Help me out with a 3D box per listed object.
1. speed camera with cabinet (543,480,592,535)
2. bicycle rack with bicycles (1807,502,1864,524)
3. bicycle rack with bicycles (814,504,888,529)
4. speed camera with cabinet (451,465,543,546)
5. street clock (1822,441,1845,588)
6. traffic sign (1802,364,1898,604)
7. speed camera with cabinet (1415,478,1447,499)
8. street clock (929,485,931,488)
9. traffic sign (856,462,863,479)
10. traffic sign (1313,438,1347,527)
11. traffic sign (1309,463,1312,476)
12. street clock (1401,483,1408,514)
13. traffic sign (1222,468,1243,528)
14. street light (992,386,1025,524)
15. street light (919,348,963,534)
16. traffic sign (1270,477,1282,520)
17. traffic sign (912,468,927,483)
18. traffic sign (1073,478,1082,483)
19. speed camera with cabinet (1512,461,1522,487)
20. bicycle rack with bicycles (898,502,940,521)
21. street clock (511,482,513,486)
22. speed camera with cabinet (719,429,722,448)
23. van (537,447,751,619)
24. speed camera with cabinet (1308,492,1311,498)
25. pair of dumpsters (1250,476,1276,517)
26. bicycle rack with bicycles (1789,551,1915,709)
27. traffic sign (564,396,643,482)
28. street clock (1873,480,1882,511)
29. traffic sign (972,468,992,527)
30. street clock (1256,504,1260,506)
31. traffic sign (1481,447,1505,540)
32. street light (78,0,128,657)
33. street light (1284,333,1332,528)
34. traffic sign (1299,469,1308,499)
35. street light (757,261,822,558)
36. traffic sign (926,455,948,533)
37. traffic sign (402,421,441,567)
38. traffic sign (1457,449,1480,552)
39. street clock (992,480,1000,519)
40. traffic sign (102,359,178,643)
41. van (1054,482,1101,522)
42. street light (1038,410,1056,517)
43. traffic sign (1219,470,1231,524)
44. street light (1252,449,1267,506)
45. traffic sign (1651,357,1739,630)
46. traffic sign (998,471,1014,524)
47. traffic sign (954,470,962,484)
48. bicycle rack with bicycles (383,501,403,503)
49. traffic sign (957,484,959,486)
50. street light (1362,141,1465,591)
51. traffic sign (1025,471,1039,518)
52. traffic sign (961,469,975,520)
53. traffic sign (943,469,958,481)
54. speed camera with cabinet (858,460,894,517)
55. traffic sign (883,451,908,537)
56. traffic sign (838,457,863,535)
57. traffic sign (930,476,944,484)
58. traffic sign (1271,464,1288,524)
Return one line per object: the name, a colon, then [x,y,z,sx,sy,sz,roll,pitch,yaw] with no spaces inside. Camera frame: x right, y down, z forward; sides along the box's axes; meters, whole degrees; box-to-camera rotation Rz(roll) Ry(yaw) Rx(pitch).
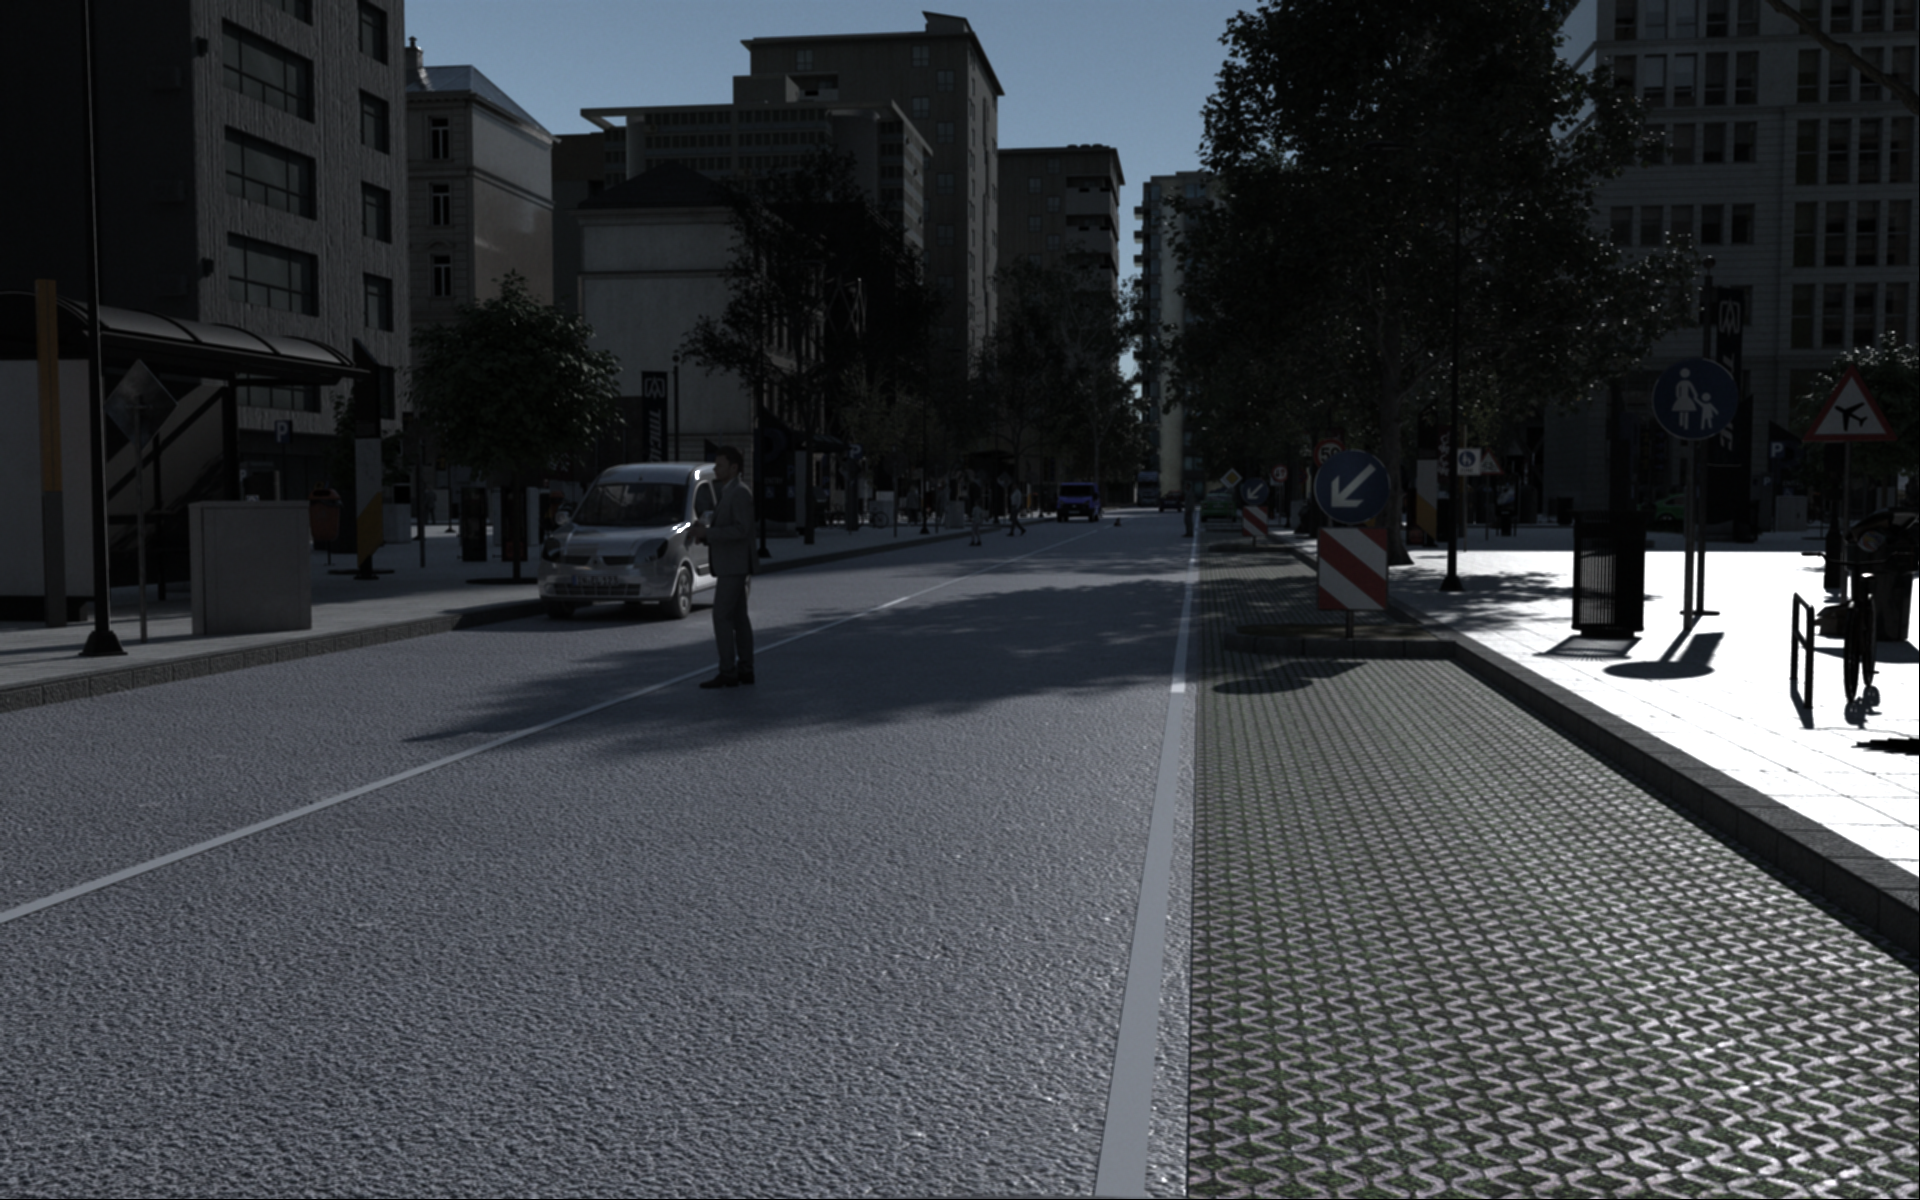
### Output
speed camera with cabinet: [-12.324,-3.685,54.579,2.038,3.252,0.660,1,4,12]
bicycle rack with bicycles: [36.961,-3.708,74.012,2.925,0.926,2.852,-1,4,-19]
bicycle rack with bicycles: [-4.423,-3.086,63.832,2.925,0.926,2.852,1,4,22]
speed camera with cabinet: [-11.486,-2.964,42.796,2.038,3.252,0.660,1,4,10]
street clock: [11.933,-1.166,23.627,0.358,2.002,0.471,3,5,40]
traffic sign: [8.950,-1.069,17.476,0.884,2.594,0.081,1,4,12]
speed camera with cabinet: [25.727,-6.101,94.090,0.660,3.252,2.038,-3,4,-38]
street clock: [-2.591,-8.393,141.795,0.358,2.002,0.471,-2,4,-28]
traffic sign: [-4.119,-4.079,66.805,0.768,2.556,0.104,1,4,16]
traffic sign: [8.416,-2.405,39.427,0.768,2.556,0.104,1,4,9]
traffic sign: [13.334,-3.927,64.308,0.768,2.556,0.104,1,4,14]
street clock: [28.870,-6.607,112.602,0.358,2.002,0.471,3,5,43]
traffic sign: [10.287,-3.784,65.504,0.795,2.450,0.064,0,4,8]
street light: [2.110,-6.238,74.533,1.470,5.913,1.316,0,4,8]
street light: [-0.600,-5.064,55.345,1.470,5.913,1.316,0,4,8]
traffic sign: [15.691,-5.127,85.948,0.606,2.300,0.079,1,4,16]
traffic sign: [-1.998,-5.185,84.874,0.768,2.556,0.104,1,4,13]
traffic sign: [9.407,-8.487,138.875,0.768,2.556,0.104,1,4,10]
speed camera with cabinet: [33.123,-6.679,103.543,0.660,3.252,2.038,2,4,27]
bicycle rack with bicycles: [-2.242,-4.248,82.837,2.925,0.926,2.852,0,4,5]
street clock: [-24.585,-5.573,95.696,0.471,2.002,0.358,3,4,36]
speed camera with cabinet: [-7.872,-3.589,53.011,0.660,3.252,2.038,-3,5,-42]
van: [-3.783,-0.872,21.267,2.013,2.044,4.112,0,4,8]
speed camera with cabinet: [30.518,-9.305,146.470,2.038,3.252,0.660,-1,4,-15]
pair of dumpsters: [16.623,-5.683,95.406,1.574,2.255,4.437,0,4,8]
bicycle rack with bicycles: [6.424,0.151,10.906,2.852,0.926,2.925,2,4,24]
traffic sign: [-7.293,-2.589,36.199,2.265,3.308,0.079,1,4,17]
street clock: [32.760,-3.497,61.749,0.358,2.002,0.471,0,4,4]
traffic sign: [0.835,-3.865,66.831,0.795,2.450,0.064,0,4,8]
street clock: [15.589,-5.257,90.527,0.358,2.002,0.471,-2,4,-34]
traffic sign: [14.620,-2.935,47.988,0.884,2.594,0.081,1,4,15]
street light: [-6.292,-2.508,13.541,1.470,5.913,1.316,0,4,8]
street light: [8.770,-4.352,43.691,1.470,5.913,1.316,0,4,8]
traffic sign: [17.228,-5.358,87.707,0.768,2.556,0.104,1,4,10]
street light: [-3.439,-3.800,34.672,1.470,5.913,1.316,0,4,8]
traffic sign: [-0.762,-3.449,56.502,0.768,2.556,0.104,1,4,17]
traffic sign: [-9.413,-1.845,30.268,0.768,2.556,0.104,1,4,13]
traffic sign: [11.249,-2.225,38.503,0.606,2.300,0.079,1,4,10]
street clock: [1.858,-5.188,89.391,0.358,2.002,0.471,2,4,35]
traffic sign: [-7.038,-0.837,14.870,0.795,2.450,0.064,1,4,17]
van: [6.129,-5.209,89.557,2.240,2.365,5.245,1,4,9]
street light: [5.006,-7.503,95.211,1.470,5.913,1.316,0,4,8]
traffic sign: [11.384,-4.267,73.414,0.795,2.450,0.064,0,4,8]
street light: [11.756,-5.641,64.779,1.470,5.913,1.316,0,4,8]
traffic sign: [6.871,-0.989,16.272,0.768,2.556,0.104,1,4,10]
traffic sign: [1.933,-4.349,74.740,0.795,2.450,0.064,0,4,8]
traffic sign: [-0.219,-5.645,92.402,0.768,2.556,0.104,1,4,10]
bicycle rack with bicycles: [-39.894,-6.341,117.063,2.925,0.926,2.852,2,4,32]
traffic sign: [-0.245,-5.784,95.759,0.795,2.450,0.064,1,4,11]
street light: [5.989,-3.079,22.889,1.470,5.913,1.316,0,4,8]
traffic sign: [3.910,-5.767,94.393,0.768,2.556,0.104,1,4,9]
traffic sign: [0.398,-5.329,87.228,0.768,2.556,0.104,1,4,14]
traffic sign: [-0.497,-5.453,89.269,0.768,2.556,0.104,1,4,12]
speed camera with cabinet: [-4.618,-6.225,96.120,2.038,3.252,0.660,-1,4,-23]
traffic sign: [-1.920,-3.136,51.373,0.768,2.556,0.104,1,4,15]
traffic sign: [-3.418,-3.224,53.894,0.795,2.450,0.064,1,4,11]
traffic sign: [-1.200,-5.482,89.736,0.768,2.556,0.104,1,4,16]
traffic sign: [13.530,-4.471,73.214,0.768,2.556,0.104,1,4,15]
